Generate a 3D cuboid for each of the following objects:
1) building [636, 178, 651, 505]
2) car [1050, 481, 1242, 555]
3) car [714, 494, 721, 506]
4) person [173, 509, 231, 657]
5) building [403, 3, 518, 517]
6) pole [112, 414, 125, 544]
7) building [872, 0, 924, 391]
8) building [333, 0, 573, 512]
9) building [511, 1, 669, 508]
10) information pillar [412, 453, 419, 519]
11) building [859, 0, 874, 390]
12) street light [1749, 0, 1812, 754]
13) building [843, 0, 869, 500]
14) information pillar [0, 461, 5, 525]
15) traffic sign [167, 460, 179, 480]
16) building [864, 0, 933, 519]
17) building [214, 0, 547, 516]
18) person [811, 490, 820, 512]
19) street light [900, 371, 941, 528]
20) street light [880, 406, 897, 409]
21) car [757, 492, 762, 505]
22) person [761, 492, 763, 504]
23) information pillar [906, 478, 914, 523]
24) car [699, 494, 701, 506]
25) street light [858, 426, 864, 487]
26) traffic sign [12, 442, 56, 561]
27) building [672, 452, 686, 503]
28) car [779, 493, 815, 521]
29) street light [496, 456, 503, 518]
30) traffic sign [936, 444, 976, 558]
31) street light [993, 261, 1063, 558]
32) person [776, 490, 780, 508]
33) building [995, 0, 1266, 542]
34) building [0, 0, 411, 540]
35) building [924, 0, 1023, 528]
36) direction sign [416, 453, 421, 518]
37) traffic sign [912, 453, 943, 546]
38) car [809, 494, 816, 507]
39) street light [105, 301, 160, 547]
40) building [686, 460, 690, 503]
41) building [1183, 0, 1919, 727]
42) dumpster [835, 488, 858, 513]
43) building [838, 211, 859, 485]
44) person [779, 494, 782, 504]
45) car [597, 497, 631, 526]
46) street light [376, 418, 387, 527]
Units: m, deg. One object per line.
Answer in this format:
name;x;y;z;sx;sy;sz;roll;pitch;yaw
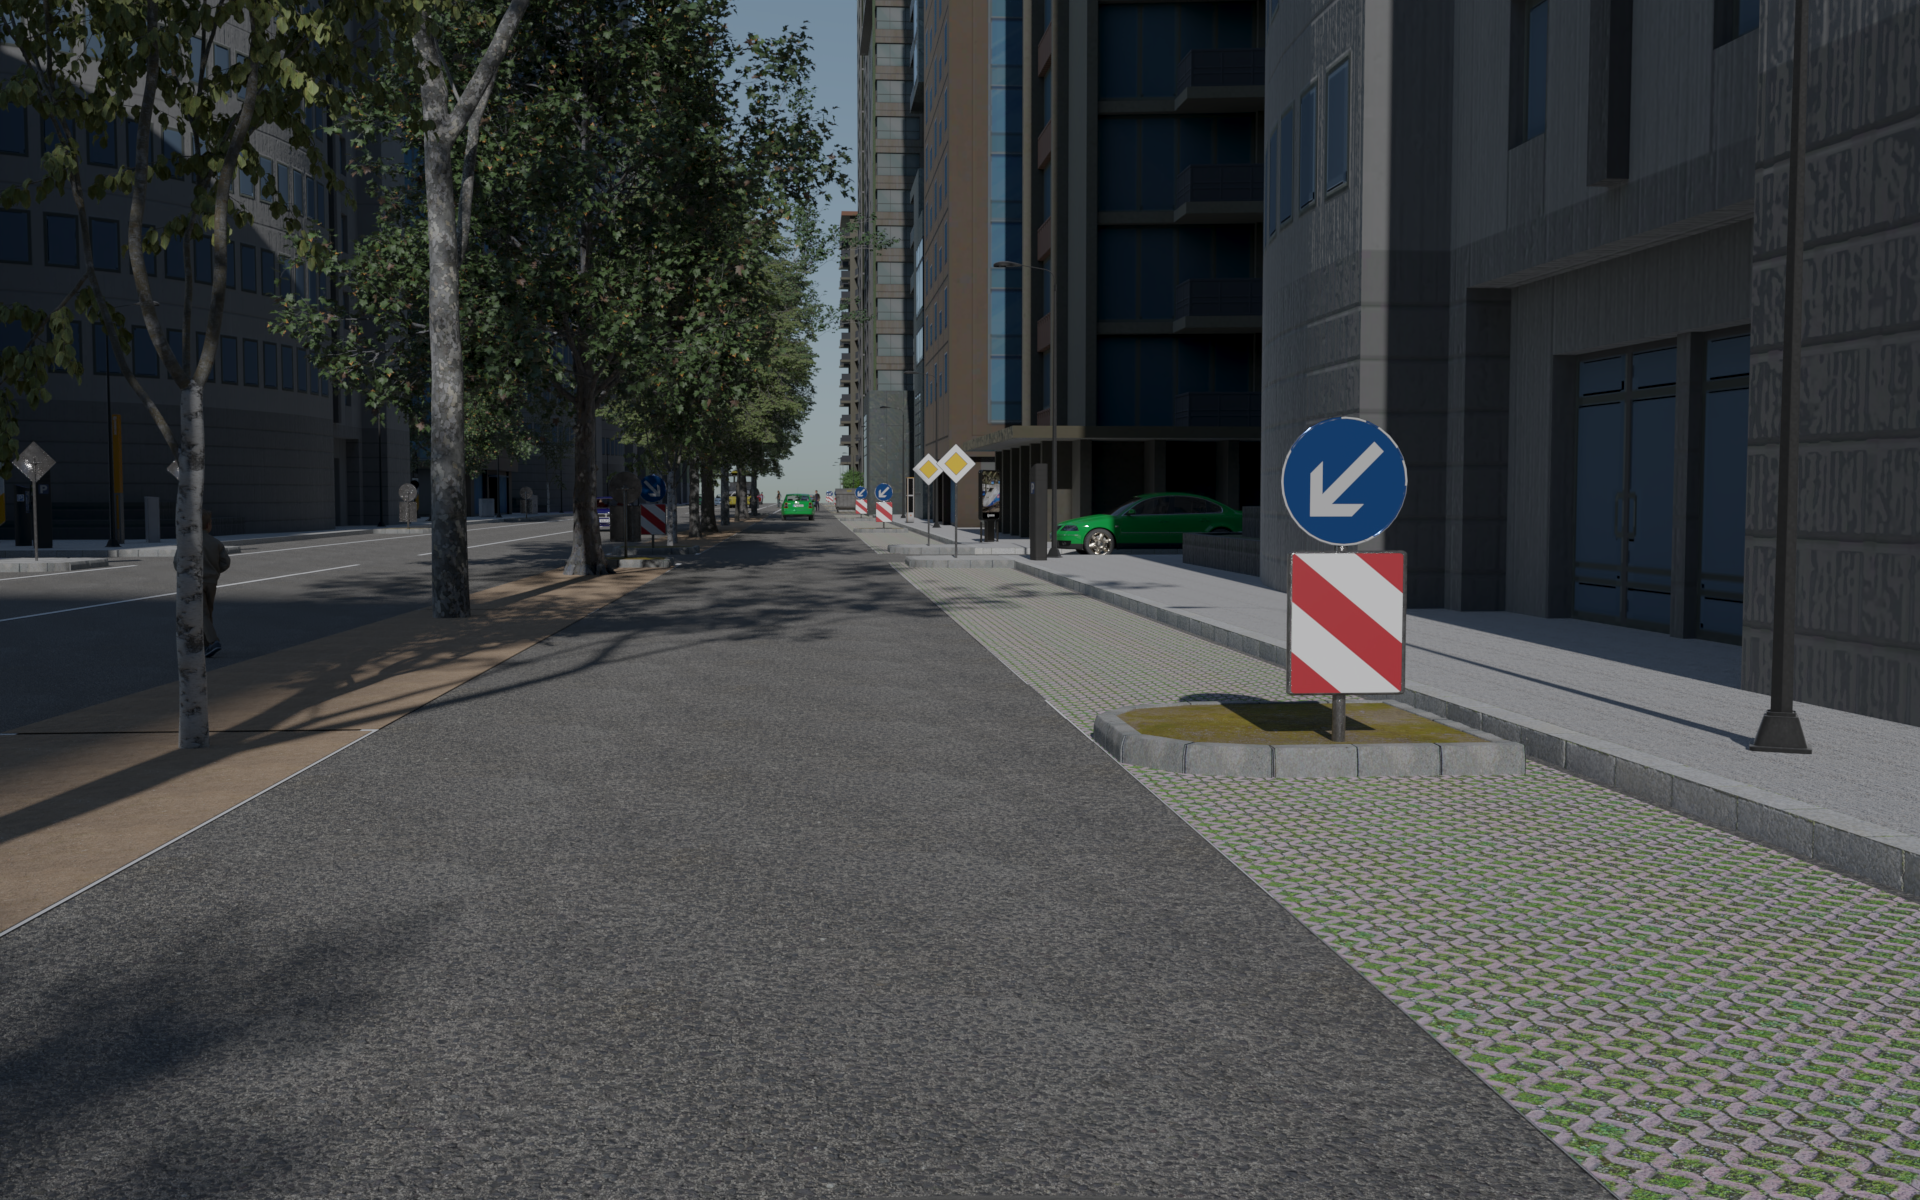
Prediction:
building;-39.717;-30.226;177.797;14.154;41.232;14.086;0;4;-5
car;4.403;-1.872;39.406;4.718;1.807;1.959;0;4;-6
car;-28.514;-11.960;207.544;2.014;1.417;4.499;0;4;-7
person;-6.692;-0.153;15.276;0.640;1.303;0.475;3;5;40
building;-34.443;-27.613;101.590;14.600;45.320;14.200;0;4;-5
pole;-21.609;-3.096;44.460;0.158;3.312;0.155;0;3;0
building;0.487;-27.243;129.024;14.154;41.232;14.086;0;4;-5
building;-41.341;-37.550;155.940;21.231;58.520;28.212;0;4;-5
building;-47.371;-40.925;211.118;21.231;58.520;28.212;0;4;-5
information pillar;-28.475;-6.067;90.542;0.183;3.616;0.504;1;4;10
building;4.370;-36.154;180.352;28.713;52.752;27.495;0;4;-5
street light;3.585;-2.199;8.488;1.470;5.913;1.316;0;4;-5
building;-5.714;-48.862;237.139;20.563;71.187;20.611;0;4;-5
information pillar;-25.169;-3.286;45.073;0.504;3.616;0.183;-1;4;-9
traffic sign;-18.404;-2.292;41.117;0.795;2.450;0.064;0;4;-5
building;5.897;-48.231;101.253;22.319;86.520;31.000;0;4;-5
building;-39.036;-35.833;127.874;21.231;58.520;28.212;0;4;-5
person;-11.856;-8.119;141.778;0.750;1.759;0.617;-3;4;-37
street light;-1.426;-5.688;65.543;1.470;5.913;1.316;0;4;-5
street light;-3.541;-7.280;91.569;1.470;5.913;1.316;0;4;-5
car;-27.949;-13.858;235.245;2.281;1.827;5.304;0;4;-5
person;-27.481;-14.193;241.240;0.721;1.739;1.217;-2;4;-32
information pillar;-2.227;-4.426;76.864;0.304;2.012;0.304;-1;4;-18
car;-27.842;-10.755;187.642;2.131;1.459;4.920;0;4;-3
street light;-5.974;-8.870;117.567;1.470;5.913;1.316;0;4;-5
traffic sign;-17.711;-1.805;33.162;0.795;2.450;0.064;0;4;-5
building;-45.074;-33.605;233.034;14.154;41.232;14.086;0;4;-5
car;-8.859;-5.236;94.401;1.959;1.807;4.718;0;4;-6
street light;-24.464;-7.417;93.810;1.470;5.913;1.316;0;4;-5
traffic sign;-0.082;-1.898;34.670;0.795;2.450;0.064;0;4;-5
street light;1.360;-3.805;34.745;1.470;5.913;1.316;0;4;-5
person;-18.969;-10.525;180.589;0.705;1.822;1.348;-1;4;-20
building;14.790;-24.449;54.367;28.867;44.769;22.147;0;4;-5
building;-32.918;-31.566;58.111;21.231;58.520;28.212;0;4;-5
building;5.861;-25.794;71.849;14.600;45.320;14.200;0;4;-5
direction sign;-28.635;-6.074;91.314;0.379;3.537;0.876;-1;4;-13
traffic sign;-0.774;-2.384;42.625;0.795;2.450;0.064;0;4;-5
car;-16.694;-10.922;190.583;2.014;1.417;4.499;0;4;-5
street light;-19.960;-4.235;41.782;1.470;5.913;1.316;0;4;-5
building;-47.093;-35.331;261.250;14.154;41.232;14.086;0;4;-5
building;14.700;-29.260;20.409;21.231;58.520;28.212;0;4;-5
dumpster;-8.565;-7.522;131.200;1.865;1.857;1.264;0;4;-6
building;-7.167;-37.185;262.606;22.147;44.769;28.867;0;4;-5
person;-26.973;-15.288;258.536;0.705;1.814;1.350;-3;5;-41
car;-13.575;-3.341;67.203;1.945;1.354;3.894;0;4;-7
street light;-22.155;-5.826;67.801;1.470;5.913;1.316;0;4;-5
